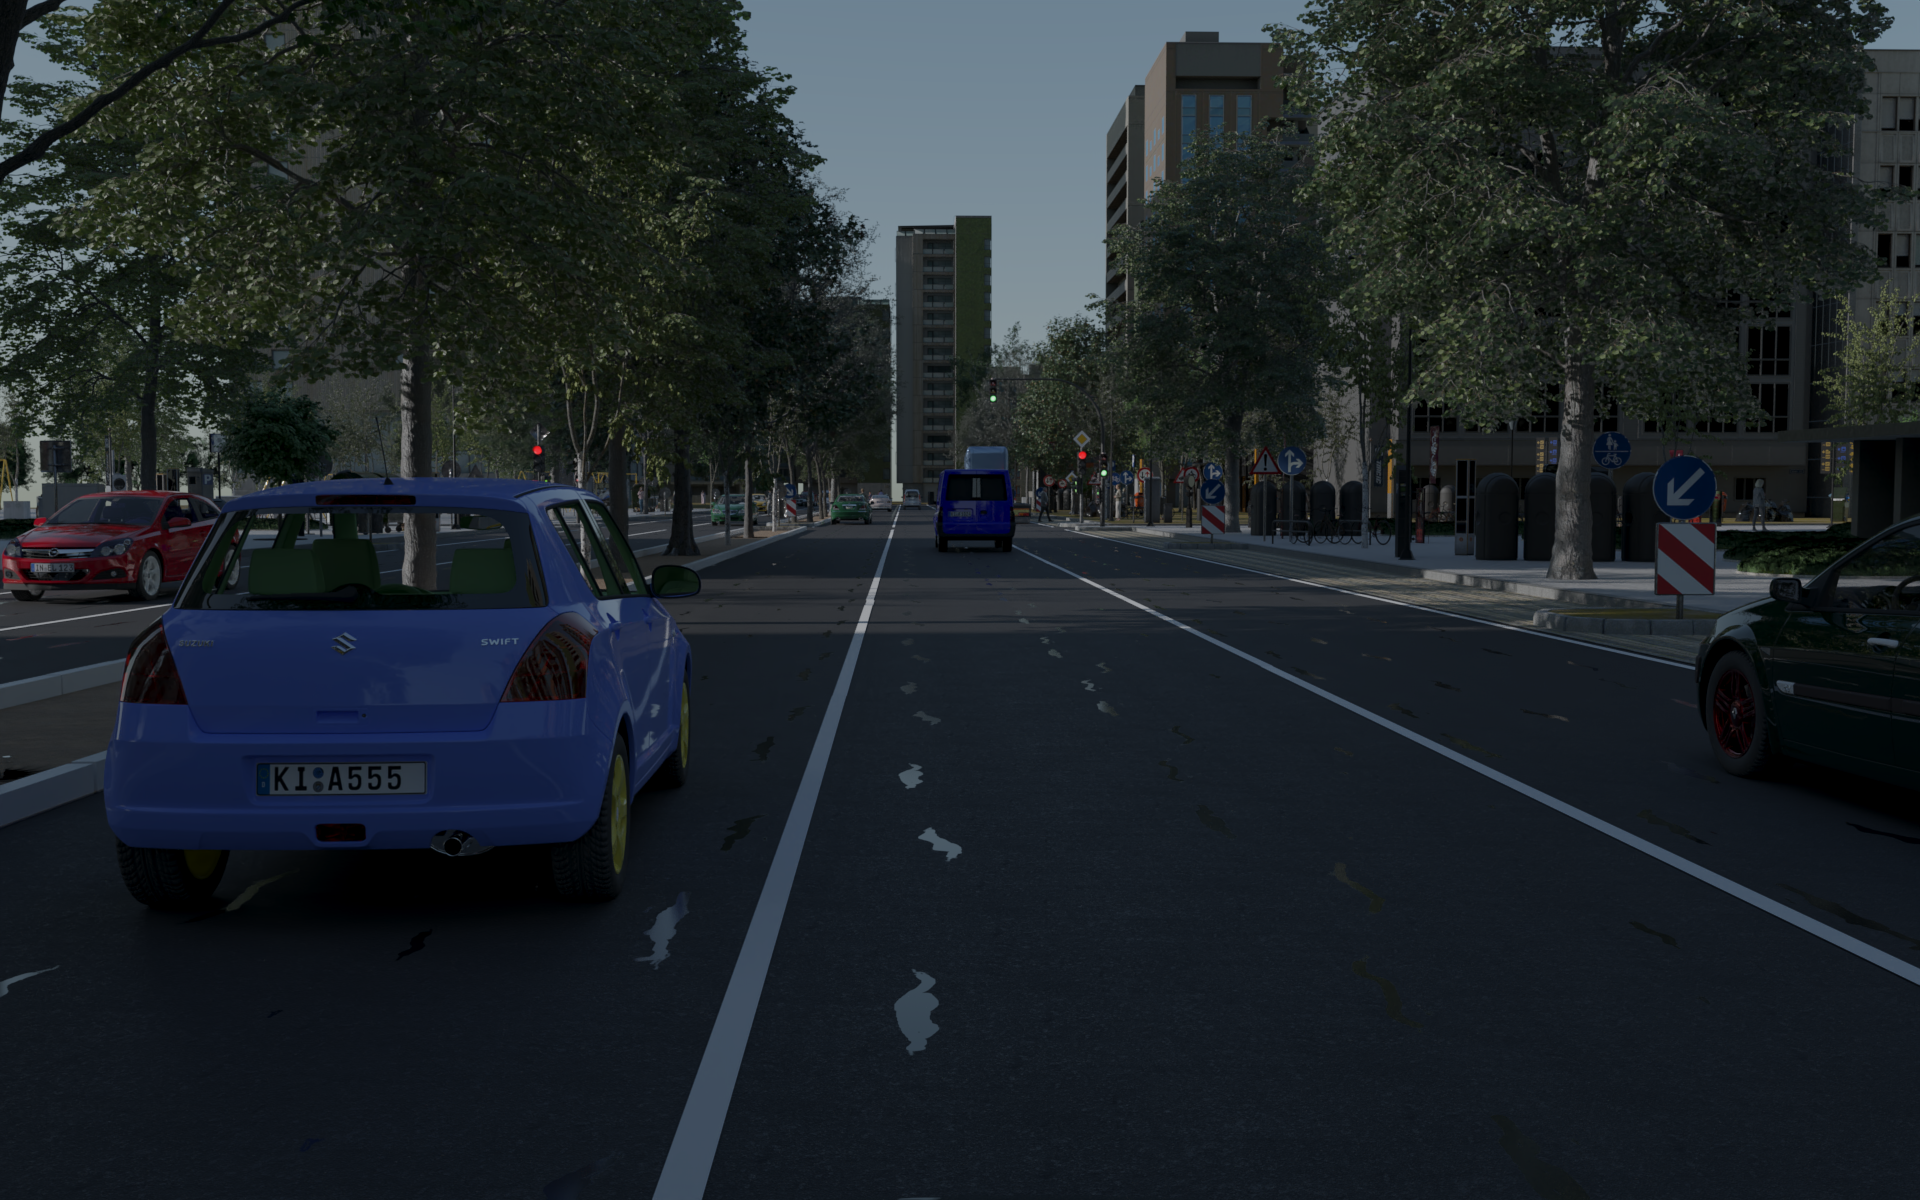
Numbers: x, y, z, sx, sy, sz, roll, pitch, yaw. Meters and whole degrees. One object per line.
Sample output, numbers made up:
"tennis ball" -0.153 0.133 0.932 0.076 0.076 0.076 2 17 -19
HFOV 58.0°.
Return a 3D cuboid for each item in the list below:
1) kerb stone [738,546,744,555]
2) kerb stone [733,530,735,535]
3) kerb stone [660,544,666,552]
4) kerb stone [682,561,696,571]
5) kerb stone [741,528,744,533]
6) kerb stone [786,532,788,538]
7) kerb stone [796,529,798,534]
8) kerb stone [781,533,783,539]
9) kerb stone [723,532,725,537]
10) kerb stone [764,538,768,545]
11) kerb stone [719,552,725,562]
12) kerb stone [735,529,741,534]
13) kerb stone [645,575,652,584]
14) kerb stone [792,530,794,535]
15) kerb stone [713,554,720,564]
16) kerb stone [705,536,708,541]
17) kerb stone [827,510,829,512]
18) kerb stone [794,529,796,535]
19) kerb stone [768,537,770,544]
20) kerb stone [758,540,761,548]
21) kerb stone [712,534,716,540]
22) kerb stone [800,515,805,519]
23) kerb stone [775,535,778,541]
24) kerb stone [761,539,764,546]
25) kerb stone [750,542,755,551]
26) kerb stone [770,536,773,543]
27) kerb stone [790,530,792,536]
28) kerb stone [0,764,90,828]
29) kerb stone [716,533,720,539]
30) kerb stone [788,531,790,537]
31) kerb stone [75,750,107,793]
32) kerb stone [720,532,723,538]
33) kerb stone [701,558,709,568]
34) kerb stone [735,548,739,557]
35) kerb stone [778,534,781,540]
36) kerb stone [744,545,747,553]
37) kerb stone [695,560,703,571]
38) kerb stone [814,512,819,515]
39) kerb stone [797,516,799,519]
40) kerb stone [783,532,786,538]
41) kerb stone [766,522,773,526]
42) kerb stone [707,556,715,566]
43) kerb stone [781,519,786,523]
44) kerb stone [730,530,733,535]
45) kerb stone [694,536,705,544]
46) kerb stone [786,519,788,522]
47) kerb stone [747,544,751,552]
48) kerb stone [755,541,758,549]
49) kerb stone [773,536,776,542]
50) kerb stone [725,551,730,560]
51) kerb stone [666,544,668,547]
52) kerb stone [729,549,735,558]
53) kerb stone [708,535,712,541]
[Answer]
"kerb stone" -5.238 -1.121 40.571 0.120 0.150 1.000 0 4 -2
"kerb stone" -7.970 -2.308 59.925 0.120 0.150 1.000 0 4 -2
"kerb stone" -7.401 -1.242 42.504 0.120 0.150 1.000 0 4 -2
"kerb stone" -4.945 -0.560 31.359 0.120 0.150 1.000 0 4 -2
"kerb stone" -8.063 -2.493 62.991 0.120 0.150 1.000 0 4 -2
"kerb stone" -5.732 -2.063 55.929 0.120 0.150 1.000 0 4 -2
"kerb stone" -5.896 -2.377 61.059 0.120 0.150 1.000 0 4 -2
"kerb stone" -5.677 -1.938 53.878 0.120 0.150 1.000 0 4 -2
"kerb stone" -7.864 -2.119 56.847 0.120 0.150 1.000 0 4 -2
"kerb stone" -5.475 -1.562 47.737 0.120 0.150 1.000 0 4 -2
"kerb stone" -5.114 -0.874 36.478 0.120 0.150 1.000 0 4 -2
"kerb stone" -8.038 -2.433 61.969 0.120 0.150 1.000 0 4 -2
"kerb stone" -4.811 -0.310 27.264 0.120 0.150 1.000 0 4 -2
"kerb stone" -5.837 -2.246 59.017 0.120 0.150 1.000 0 4 -2
"kerb stone" -5.076 -0.811 35.456 0.120 0.150 1.000 0 4 -2
"kerb stone" -7.706 -1.801 51.715 0.120 0.150 1.000 0 4 -2
"kerb stone" -10.633 -7.352 142.469 0.120 0.150 1.000 0 4 -2
"kerb stone" -5.867 -2.315 60.038 0.120 0.150 1.000 0 4 -2
"kerb stone" -5.511 -1.625 48.763 0.120 0.150 1.000 0 4 -2
"kerb stone" -5.408 -1.435 45.687 0.120 0.150 1.000 0 4 -2
"kerb stone" -7.763 -1.931 53.768 0.120 0.150 1.000 0 4 -2
"kerb stone" -9.310 -4.849 101.472 0.120 0.150 1.000 0 4 -2
"kerb stone" -5.605 -1.813 51.834 0.120 0.150 1.000 0 4 -2
"kerb stone" -5.444 -1.497 46.714 0.120 0.150 1.000 0 4 -2
"kerb stone" -5.338 -1.311 43.638 0.120 0.150 1.000 0 4 -2
"kerb stone" -5.544 -1.687 49.785 0.120 0.150 1.000 0 4 -2
"kerb stone" -5.806 -2.181 57.984 0.120 0.150 1.000 0 4 -2
"kerb stone" -4.183 0.887 7.773 0.120 0.150 1.000 0 4 -2
"kerb stone" -7.797 -1.992 54.797 0.120 0.150 1.000 0 4 -2
"kerb stone" -5.766 -2.126 56.959 0.120 0.150 1.000 0 4 -2
"kerb stone" -4.214 0.819 8.803 0.120 0.150 1.000 0 4 -2
"kerb stone" -7.836 -2.052 55.819 0.120 0.150 1.000 0 4 -2
"kerb stone" -5.008 -0.686 33.413 0.120 0.150 1.000 0 4 -2
"kerb stone" -5.206 -1.058 39.550 0.120 0.150 1.000 0 4 -2
"kerb stone" -5.641 -1.875 52.857 0.120 0.150 1.000 0 4 -2
"kerb stone" -5.272 -1.183 41.594 0.120 0.150 1.000 0 4 -2
"kerb stone" -4.971 -0.623 32.384 0.120 0.150 1.000 0 4 -2
"kerb stone" -9.914 -5.976 119.902 0.120 0.150 1.000 0 4 -2
"kerb stone" -9.104 -4.473 95.332 0.120 0.150 1.000 0 4 -2
"kerb stone" -5.705 -2.001 54.907 0.120 0.150 1.000 0 4 -2
"kerb stone" -8.542 -3.407 77.912 0.120 0.150 1.000 0 4 -2
"kerb stone" -5.042 -0.745 34.434 0.120 0.150 1.000 0 4 -2
"kerb stone" -8.789 -3.846 85.083 0.120 0.150 1.000 0 4 -2
"kerb stone" -7.931 -2.245 58.900 0.120 0.150 1.000 0 4 -2
"kerb stone" -7.664 -1.743 50.694 0.120 0.150 1.000 0 4 -2
"kerb stone" -8.840 -3.972 87.141 0.120 0.150 1.000 0 4 -2
"kerb stone" -5.309 -1.249 42.617 0.120 0.150 1.000 0 4 -2
"kerb stone" -5.372 -1.373 44.660 0.120 0.150 1.000 0 4 -2
"kerb stone" -5.573 -1.746 50.807 0.120 0.150 1.000 0 4 -2
"kerb stone" -5.149 -0.936 37.499 0.120 0.150 1.000 0 4 -2
"kerb stone" -7.434 -1.305 43.529 0.120 0.150 1.000 0 4 -2
"kerb stone" -5.177 -0.999 38.526 0.120 0.150 1.000 0 4 -2
"kerb stone" -7.736 -1.869 52.746 0.120 0.150 1.000 0 4 -2
